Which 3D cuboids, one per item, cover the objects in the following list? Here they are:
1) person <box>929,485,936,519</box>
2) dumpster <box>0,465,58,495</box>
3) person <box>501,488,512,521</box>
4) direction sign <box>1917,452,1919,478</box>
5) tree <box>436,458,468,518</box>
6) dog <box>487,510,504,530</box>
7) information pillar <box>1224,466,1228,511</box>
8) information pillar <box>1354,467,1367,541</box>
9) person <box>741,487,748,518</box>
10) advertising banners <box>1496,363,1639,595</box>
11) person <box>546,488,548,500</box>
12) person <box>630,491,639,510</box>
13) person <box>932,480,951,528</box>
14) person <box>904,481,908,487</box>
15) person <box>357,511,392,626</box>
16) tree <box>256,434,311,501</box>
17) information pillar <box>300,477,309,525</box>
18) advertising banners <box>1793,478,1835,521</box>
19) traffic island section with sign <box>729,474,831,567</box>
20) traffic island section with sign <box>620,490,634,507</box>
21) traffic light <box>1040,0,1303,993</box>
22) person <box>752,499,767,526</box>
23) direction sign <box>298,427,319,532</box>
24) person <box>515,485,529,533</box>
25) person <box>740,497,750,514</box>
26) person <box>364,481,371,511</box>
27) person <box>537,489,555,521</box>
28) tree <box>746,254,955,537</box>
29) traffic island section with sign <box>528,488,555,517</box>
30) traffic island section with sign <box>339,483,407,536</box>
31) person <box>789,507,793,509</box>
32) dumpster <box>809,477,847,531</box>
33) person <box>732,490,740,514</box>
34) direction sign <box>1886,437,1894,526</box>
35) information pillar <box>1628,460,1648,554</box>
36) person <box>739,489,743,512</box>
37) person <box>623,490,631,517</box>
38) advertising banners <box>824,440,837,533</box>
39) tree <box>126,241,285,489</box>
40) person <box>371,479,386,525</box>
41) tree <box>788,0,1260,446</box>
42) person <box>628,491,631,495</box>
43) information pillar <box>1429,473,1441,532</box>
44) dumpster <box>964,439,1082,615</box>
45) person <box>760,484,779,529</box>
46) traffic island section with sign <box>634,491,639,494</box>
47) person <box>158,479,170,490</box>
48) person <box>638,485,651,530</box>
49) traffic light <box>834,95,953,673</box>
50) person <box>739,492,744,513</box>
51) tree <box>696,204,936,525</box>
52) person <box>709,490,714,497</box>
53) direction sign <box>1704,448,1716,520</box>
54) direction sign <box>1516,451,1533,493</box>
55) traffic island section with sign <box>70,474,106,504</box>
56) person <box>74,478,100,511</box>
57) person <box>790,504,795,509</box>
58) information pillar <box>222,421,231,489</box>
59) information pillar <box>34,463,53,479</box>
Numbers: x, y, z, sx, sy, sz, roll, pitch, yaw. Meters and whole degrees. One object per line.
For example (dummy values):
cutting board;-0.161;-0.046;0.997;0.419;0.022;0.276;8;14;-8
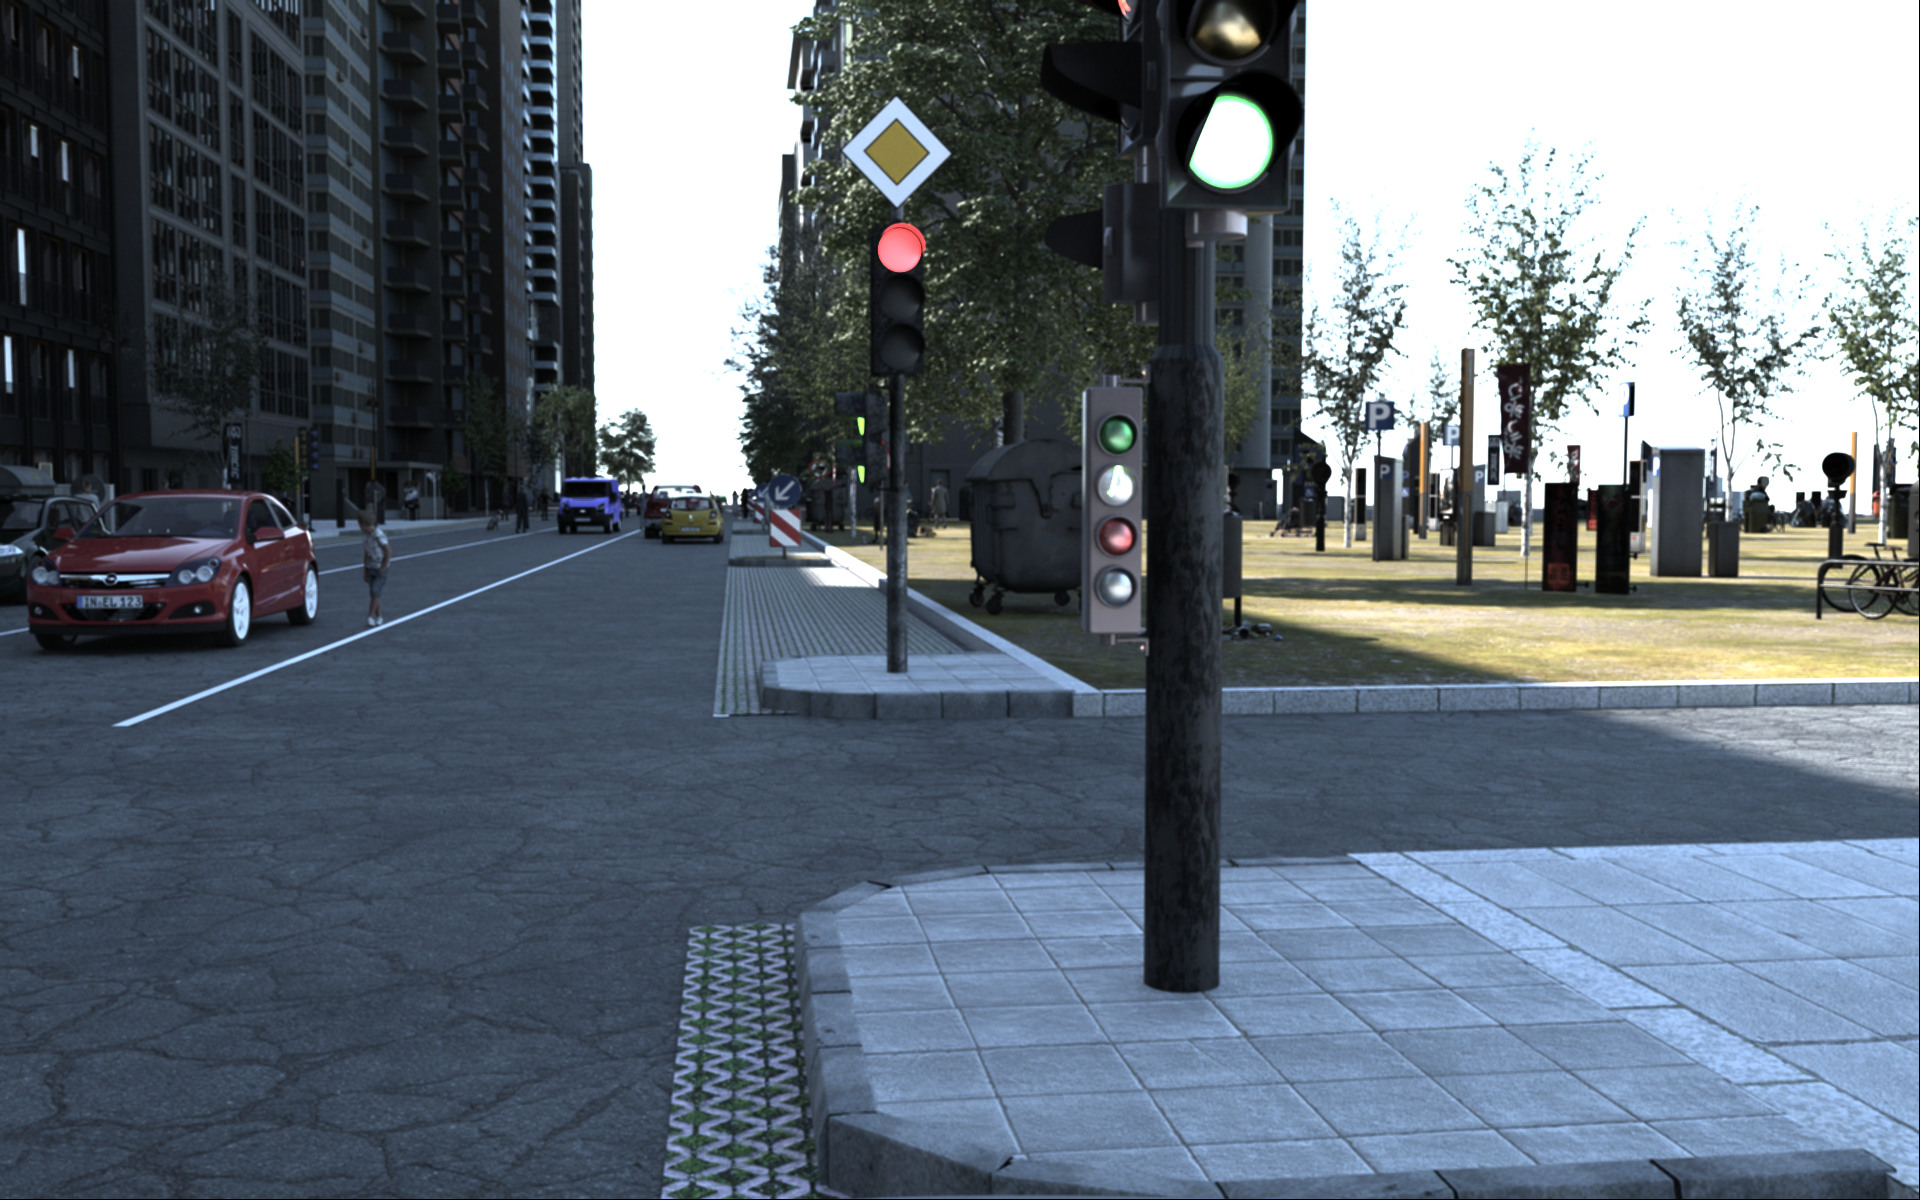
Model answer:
person;-1.336;-5.041;89.262;0.445;1.727;0.742;1;4;13
dumpster;-19.286;-1.795;35.114;1.264;1.857;1.865;0;4;-7
person;-24.257;-5.121;92.675;0.683;1.767;0.568;1;4;13
direction sign;46.039;-5.569;83.042;0.379;3.537;0.876;1;4;12
tree;-27.158;-5.961;92.064;1.663;3.219;1.824;0;3;0
dog;-18.540;-3.167;68.625;0.800;0.831;0.513;2;4;25
information pillar;6.699;-2.459;44.696;0.304;2.012;0.304;-3;5;-41
information pillar;11.007;-2.637;47.609;0.304;2.012;0.304;0;4;6
person;-12.817;-5.783;103.017;0.705;1.831;1.348;0;4;1
advertising banners;7.924;-1.624;22.741;0.090;3.025;2.074;-3;5;-40
person;-33.747;-8.250;141.634;0.721;1.736;1.217;-1;4;-15
person;-29.974;-9.163;158.990;1.217;1.739;0.721;1;4;11
person;-0.724;-3.589;64.820;0.694;1.812;0.767;-1;4;-14
person;-2.370;-3.922;70.181;0.620;1.820;0.660;-3;4;-39
person;-6.369;-0.346;18.849;0.352;1.250;0.332;-1;4;-19
tree;-21.968;-3.773;56.287;1.663;3.219;1.824;0;3;0
information pillar;-27.456;-4.167;72.624;0.304;2.012;0.304;-3;5;-40
advertising banners;40.641;-5.263;82.230;0.090;3.025;2.074;-3;4;-38
traffic island section with sign;-3.635;-1.594;34.691;1.989;1.847;2.006;0;4;-7
traffic island section with sign;-37.257;-11.150;190.929;1.989;1.847;2.006;0;4;-7
traffic light;-1.511;-1.797;4.046;4.771;5.953;1.251;0;4;-7
person;-8.900;-4.172;76.887;0.728;1.800;0.709;0;4;2
direction sign;-22.049;-4.078;58.680;0.379;3.537;0.876;1;4;21
person;-16.074;-3.345;63.608;0.576;1.772;0.534;0;3;0
person;-15.710;-7.243;126.855;0.705;1.831;1.348;2;4;24
person;-28.174;-4.728;82.713;0.474;1.900;0.648;-3;5;-42
person;-22.404;-5.158;93.657;0.721;1.723;1.217;3;4;37
tree;-3.317;-6.169;51.233;4.737;8.622;4.395;0;3;0
traffic island section with sign;-26.788;-6.192;109.872;1.989;1.847;2.006;0;4;-7
traffic island section with sign;-20.367;-3.155;60.204;1.989;1.847;2.006;0;4;-7
person;-14.098;-8.150;142.487;0.628;1.438;0.799;2;4;34
dumpster;-4.584;-3.335;60.287;1.264;1.857;1.865;0;4;-7
person;-16.009;-6.984;123.354;0.621;1.740;0.551;3;5;43
direction sign;37.253;-4.733;69.382;0.379;3.537;0.876;1;4;18
information pillar;14.561;-2.004;37.257;0.304;2.012;0.304;3;5;40
person;-16.923;-7.752;135.255;1.348;1.824;0.705;-1;4;-15
person;-20.869;-6.059;108.483;0.541;1.710;0.530;-3;4;-38
advertising banners;-4.251;-3.705;56.771;0.090;3.025;2.074;-1;4;-14
tree;-21.557;-6.105;50.187;4.360;8.622;3.978;0;3;0
person;-24.524;-4.123;72.809;0.648;1.900;0.474;3;4;38
tree;1.060;-6.563;25.436;7.486;12.596;7.792;0;3;0
person;-36.923;-11.286;193.163;0.705;1.807;1.348;2;4;34
information pillar;16.223;-3.342;59.127;0.304;2.012;0.304;-3;5;-41
dumpster;0.786;-0.814;19.067;1.264;1.857;1.865;0;4;-7
person;-5.815;-2.742;53.680;0.694;1.780;0.624;2;4;28
traffic island section with sign;-40.837;-12.842;218.593;1.989;1.847;2.006;0;4;-7
person;-25.125;-2.949;54.810;0.519;1.759;0.362;0;4;1
person;-12.639;-3.714;69.408;0.511;1.800;0.466;-2;4;-28
traffic light;-0.471;-1.434;12.374;0.839;4.253;0.868;0;4;-7
person;-16.649;-7.642;133.444;0.705;1.824;1.348;-2;4;-32
tree;-5.714;-9.877;71.859;12.009;13.543;11.850;0;3;0
person;-16.458;-6.429;114.527;0.530;1.710;0.541;3;5;43
direction sign;36.399;-5.649;84.365;0.876;3.537;0.379;1;4;16
direction sign;29.783;-6.085;91.487;0.876;3.537;0.379;0;4;-4
traffic island section with sign;-16.866;-1.503;33.199;1.989;1.847;2.006;0;4;-7
person;-16.011;-1.382;31.849;0.760;1.731;0.466;1;4;13
person;-10.907;-6.506;112.420;0.705;1.824;1.348;3;5;44
information pillar;-23.668;-3.947;55.881;0.183;3.616;0.504;-3;5;-44
information pillar;-21.398;-2.201;40.485;0.304;2.012;0.304;3;5;44
